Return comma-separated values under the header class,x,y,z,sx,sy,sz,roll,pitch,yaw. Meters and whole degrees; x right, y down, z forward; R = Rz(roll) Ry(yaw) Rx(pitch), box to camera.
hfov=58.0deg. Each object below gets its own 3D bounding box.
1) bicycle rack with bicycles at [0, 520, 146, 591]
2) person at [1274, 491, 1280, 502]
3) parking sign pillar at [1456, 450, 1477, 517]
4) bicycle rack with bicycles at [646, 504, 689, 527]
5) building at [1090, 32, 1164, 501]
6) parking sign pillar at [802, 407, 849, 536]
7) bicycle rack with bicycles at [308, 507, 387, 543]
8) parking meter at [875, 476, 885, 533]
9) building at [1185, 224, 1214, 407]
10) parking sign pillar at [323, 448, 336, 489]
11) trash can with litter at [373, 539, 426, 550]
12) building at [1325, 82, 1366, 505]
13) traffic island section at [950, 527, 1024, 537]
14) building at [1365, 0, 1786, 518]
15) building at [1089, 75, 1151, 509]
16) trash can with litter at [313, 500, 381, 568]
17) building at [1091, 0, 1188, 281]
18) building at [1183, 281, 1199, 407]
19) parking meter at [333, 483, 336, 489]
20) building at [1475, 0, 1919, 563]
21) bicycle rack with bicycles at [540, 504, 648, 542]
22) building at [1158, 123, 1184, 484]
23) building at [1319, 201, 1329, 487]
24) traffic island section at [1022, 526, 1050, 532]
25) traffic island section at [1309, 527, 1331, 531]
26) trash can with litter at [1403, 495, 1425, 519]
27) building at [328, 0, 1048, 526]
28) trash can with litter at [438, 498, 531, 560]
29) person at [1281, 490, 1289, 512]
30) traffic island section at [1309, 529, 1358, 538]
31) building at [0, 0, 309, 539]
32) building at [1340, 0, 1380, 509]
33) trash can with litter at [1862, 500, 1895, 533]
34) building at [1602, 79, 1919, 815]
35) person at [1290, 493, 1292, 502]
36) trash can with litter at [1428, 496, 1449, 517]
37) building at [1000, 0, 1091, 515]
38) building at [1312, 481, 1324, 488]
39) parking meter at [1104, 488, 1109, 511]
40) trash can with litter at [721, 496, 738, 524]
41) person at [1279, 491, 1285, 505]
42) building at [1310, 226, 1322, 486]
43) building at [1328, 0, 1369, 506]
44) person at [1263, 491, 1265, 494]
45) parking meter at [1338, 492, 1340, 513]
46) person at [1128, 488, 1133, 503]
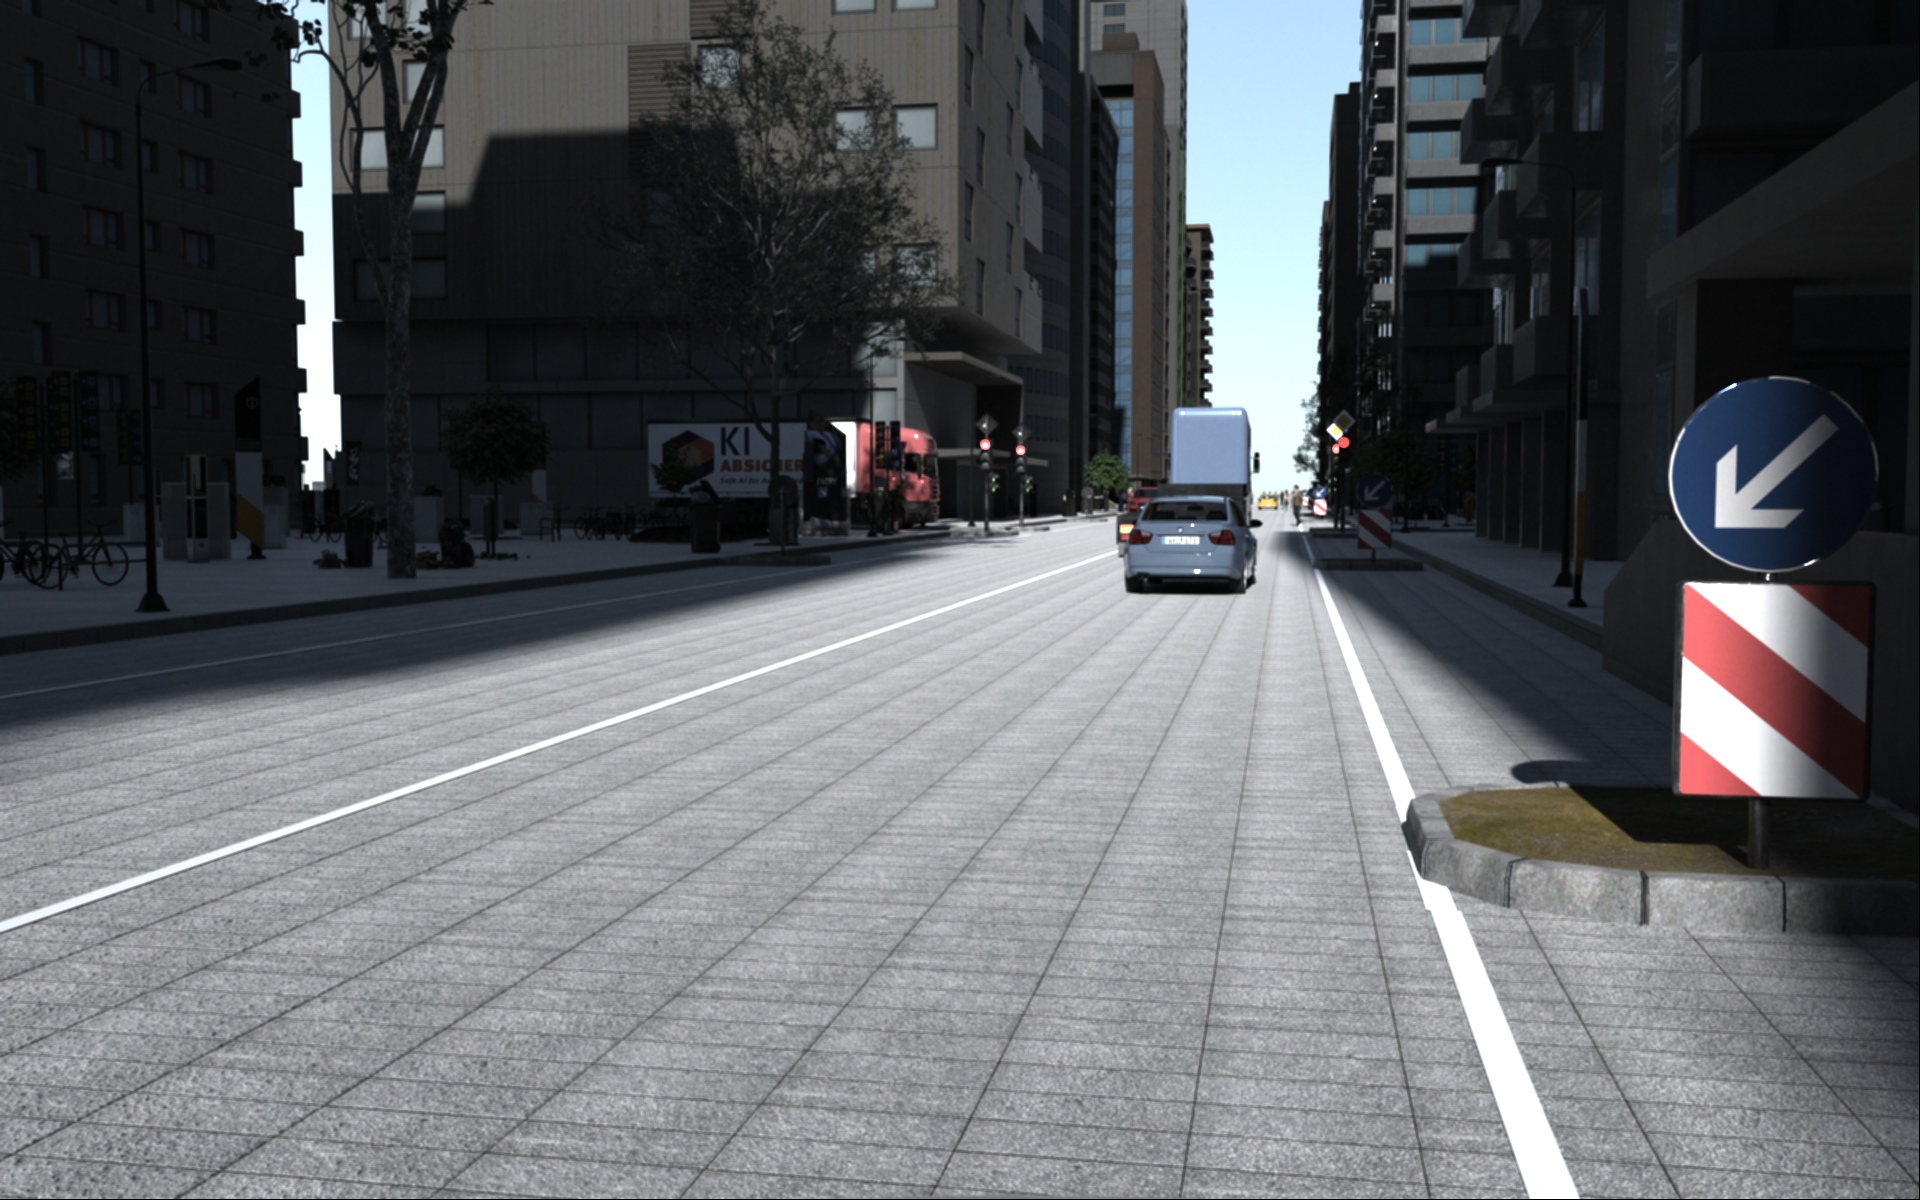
class,x,y,z,sx,sy,sz,roll,pitch,yaw
bicycle rack with bicycles,-12.750,-0.640,23.852,2.852,0.926,2.925,1,4,14
person,34.716,-11.065,190.135,0.721,1.736,1.217,-3,5,-42
parking sign pillar,28.442,-6.612,96.585,1.447,3.967,1.447,0,4,3
bicycle rack with bicycles,-11.126,-2.950,61.620,2.852,0.926,2.925,-2,4,-32
building,12.894,-32.018,173.608,14.600,45.320,14.200,1,4,11
parking sign pillar,-4.142,-3.951,53.069,1.447,3.967,1.447,1,4,22
bicycle rack with bicycles,-15.724,-2.014,46.314,2.852,0.926,2.925,-3,5,-44
parking meter,-2.636,-3.128,56.848,0.255,1.863,0.399,-1,4,-16
building,28.606,-37.881,273.974,22.147,44.769,28.867,1,4,11
parking sign pillar,-36.725,-6.904,101.357,1.447,3.967,1.447,0,4,7
trash can with litter,-13.352,-1.793,40.377,1.678,1.210,2.233,-1,4,-15
building,53.441,-35.206,199.316,21.300,48.544,21.600,1,4,11
traffic island section,0.898,-2.293,59.778,2.009,0.180,2.903,1,4,11
building,39.738,-30.583,119.646,23.786,49.044,30.456,1,4,11
building,0.842,-28.426,156.638,32.217,40.220,23.993,1,4,11
trash can with litter,-10.674,-1.148,30.151,1.055,1.170,0.624,-3,5,-44
building,24.114,-49.580,248.885,20.563,71.187,20.611,1,4,11
building,24.480,-28.179,232.425,14.160,30.474,14.107,1,4,11
parking meter,-29.895,-4.737,83.163,0.399,1.863,0.255,2,4,34
building,23.490,-25.591,38.021,23.786,49.044,30.456,1,4,11
bicycle rack with bicycles,-10.465,-2.119,48.031,2.852,0.926,2.925,-1,4,-23
building,16.260,-30.818,187.464,14.154,41.232,14.086,1,4,11
building,60.337,-37.025,255.468,14.600,45.320,14.200,1,4,11
traffic island section,2.383,-2.773,67.624,2.009,0.180,2.903,1,4,11
traffic island section,14.214,-2.637,65.388,2.009,0.180,2.903,1,4,11
trash can with litter,23.455,-4.725,88.308,1.678,1.210,2.233,1,4,16
building,-10.835,-30.148,82.160,28.713,52.752,27.495,1,4,11
trash can with litter,-9.311,-1.417,34.232,1.678,1.210,2.233,-2,4,-27
person,25.913,-7.880,137.929,0.643,1.750,0.593,1,4,21
traffic island section,12.729,-2.157,57.542,2.009,0.180,2.903,1,4,11
building,-40.853,-12.700,52.688,28.899,21.520,27.650,1,4,11
building,43.384,-43.377,147.459,20.563,71.187,20.611,1,4,11
trash can with litter,10.987,-0.585,20.615,1.678,1.210,2.233,0,4,1
building,19.816,-19.041,3.203,32.217,40.220,23.993,1,4,11
person,50.981,-15.685,266.426,0.415,1.643,0.593,2,4,33
trash can with litter,25.194,-4.879,91.152,1.055,1.170,0.624,1,4,12
building,-3.221,-35.166,116.968,21.231,58.520,28.212,1,4,11
building,64.493,-33.229,235.176,32.217,40.220,23.993,1,4,11
parking meter,11.251,-7.803,133.291,0.255,1.863,0.399,-2,4,-24
trash can with litter,-6.667,-2.567,53.032,2.233,1.210,1.678,-1,4,-10
person,41.448,-13.114,222.875,1.348,1.831,0.705,0,4,-5
building,68.570,-40.216,277.134,23.786,49.044,30.456,1,4,11
building,48.957,-52.576,172.287,22.319,86.520,31.000,1,4,11
person,41.648,-13.988,237.218,1.348,1.822,0.705,0,4,4
parking meter,25.638,-6.842,117.584,0.255,1.863,0.399,0,4,4
person,9.668,-5.425,97.375,0.526,1.800,0.537,3,4,36
